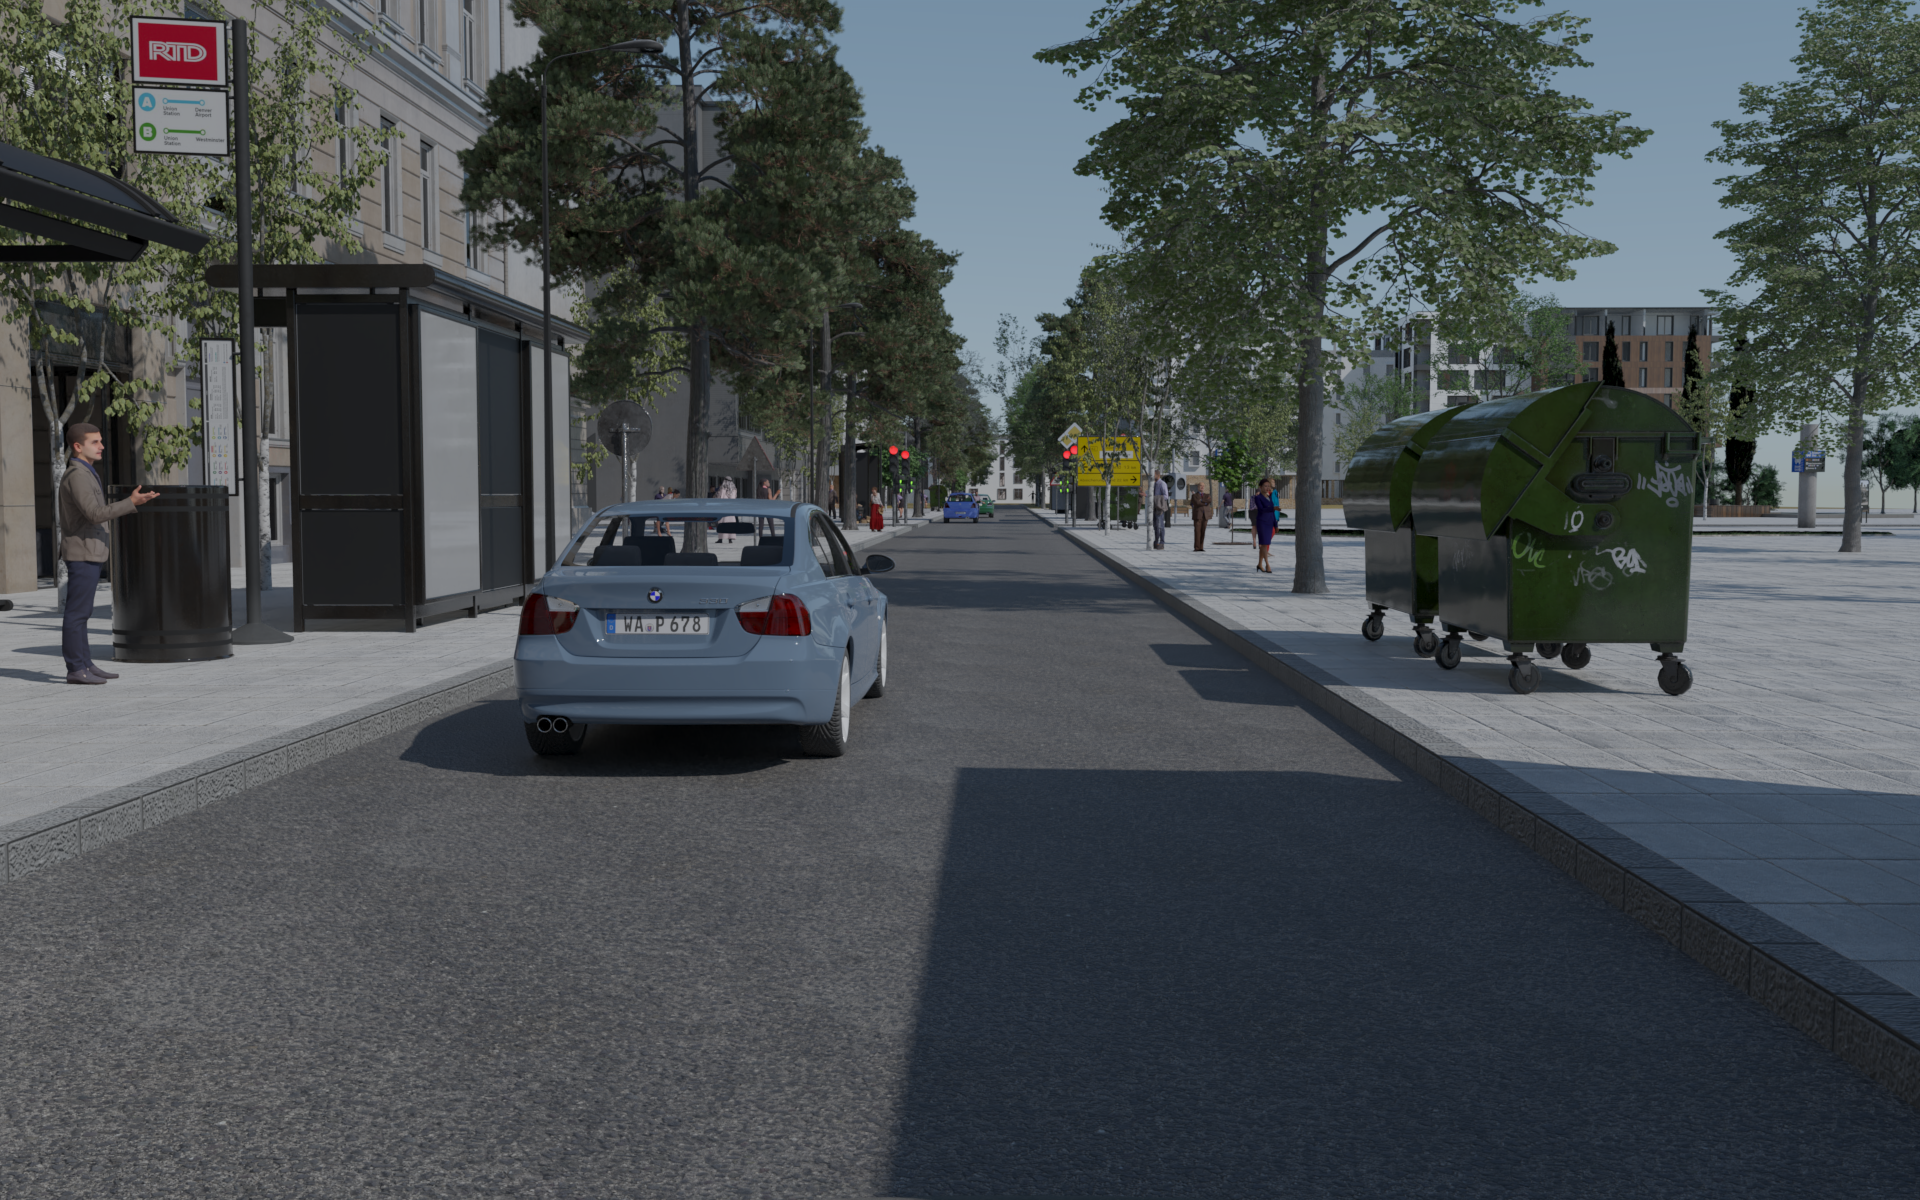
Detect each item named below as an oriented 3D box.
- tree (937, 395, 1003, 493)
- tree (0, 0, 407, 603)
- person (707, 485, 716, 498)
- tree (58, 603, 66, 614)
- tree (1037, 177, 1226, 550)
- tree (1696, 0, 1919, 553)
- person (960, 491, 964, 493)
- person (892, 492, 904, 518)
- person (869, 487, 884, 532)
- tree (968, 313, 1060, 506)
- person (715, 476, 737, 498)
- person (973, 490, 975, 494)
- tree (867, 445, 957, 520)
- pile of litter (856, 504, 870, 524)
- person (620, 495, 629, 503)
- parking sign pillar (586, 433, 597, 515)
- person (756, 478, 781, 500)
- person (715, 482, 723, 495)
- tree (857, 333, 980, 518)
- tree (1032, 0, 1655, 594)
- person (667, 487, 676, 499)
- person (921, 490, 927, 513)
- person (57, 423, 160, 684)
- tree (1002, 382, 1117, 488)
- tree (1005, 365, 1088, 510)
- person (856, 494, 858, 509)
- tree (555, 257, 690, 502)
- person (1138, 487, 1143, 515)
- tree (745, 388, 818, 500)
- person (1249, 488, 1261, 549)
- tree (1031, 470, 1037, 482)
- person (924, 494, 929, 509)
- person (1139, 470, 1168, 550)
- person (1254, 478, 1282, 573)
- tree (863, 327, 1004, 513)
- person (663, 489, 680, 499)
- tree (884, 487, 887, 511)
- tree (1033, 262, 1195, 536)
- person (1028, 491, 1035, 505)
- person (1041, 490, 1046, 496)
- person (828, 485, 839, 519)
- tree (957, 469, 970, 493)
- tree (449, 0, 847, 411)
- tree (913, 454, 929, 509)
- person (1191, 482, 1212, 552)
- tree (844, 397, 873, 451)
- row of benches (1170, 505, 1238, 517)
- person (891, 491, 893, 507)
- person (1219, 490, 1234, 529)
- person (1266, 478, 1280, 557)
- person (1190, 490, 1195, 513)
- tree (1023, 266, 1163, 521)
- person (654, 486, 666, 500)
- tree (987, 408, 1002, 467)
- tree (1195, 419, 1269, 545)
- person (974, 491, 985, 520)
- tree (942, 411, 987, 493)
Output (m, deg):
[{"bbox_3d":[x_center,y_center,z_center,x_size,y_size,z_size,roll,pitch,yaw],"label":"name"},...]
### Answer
[{"bbox_3d":[0.610,-19.140,219.598,9.857,13.997,8.962,0,3,0],"label":"tree"},{"bbox_3d":[-9.495,-4.433,22.849,4.737,8.622,4.395,0,3,0],"label":"tree"},{"bbox_3d":[-8.801,-3.296,61.809,0.662,1.594,0.647,-2,4,-32],"label":"person"},{"bbox_3d":[-9.591,-4.146,18.154,4.737,8.622,4.395,0,3,0],"label":"tree"},{"bbox_3d":[4.419,-5.461,39.658,4.360,8.622,3.978,0,3,0],"label":"tree"},{"bbox_3d":[20.084,-7.322,37.847,7.486,12.596,7.792,0,3,0],"label":"tree"},{"bbox_3d":[0.240,-11.908,200.609,0.709,1.838,0.599,1,4,13],"label":"person"},{"bbox_3d":[-3.296,-5.114,92.891,0.697,1.427,0.421,0,4,2],"label":"person"},{"bbox_3d":[-2.845,-3.074,58.778,0.523,1.526,0.387,-3,4,-36],"label":"person"},{"bbox_3d":[6.911,-19.944,181.974,12.611,20.169,13.585,0,3,0],"label":"tree"},{"bbox_3d":[-6.056,-2.345,45.053,0.551,1.740,0.621,-3,5,-43],"label":"person"},{"bbox_3d":[1.084,-7.376,130.031,0.756,1.711,0.436,-2,4,-29],"label":"person"},{"bbox_3d":[-3.335,-6.303,86.771,4.285,4.588,4.351,0,3,0],"label":"tree"},{"bbox_3d":[-4.223,-3.762,75.475,1.719,0.858,1.176,-2,4,-26],"label":"pile of litter"},{"bbox_3d":[-13.152,-3.641,68.041,0.387,1.526,0.523,-1,4,-20],"label":"person"},{"bbox_3d":[-16.690,-5.364,76.171,1.447,3.967,1.447,-2,4,-32],"label":"parking sign pillar"},{"bbox_3d":[-4.438,-1.989,40.025,0.593,1.643,0.415,-1,4,-18],"label":"person"},{"bbox_3d":[-9.411,-3.770,68.128,0.683,1.767,0.568,2,4,29],"label":"person"},{"bbox_3d":[-2.304,-10.521,94.076,6.751,12.117,7.091,0,3,0],"label":"tree"},{"bbox_3d":[4.653,-6.337,21.739,7.486,12.596,7.792,0,3,0],"label":"tree"},{"bbox_3d":[-13.813,-4.606,83.061,0.444,1.614,0.593,-1,4,-17],"label":"person"},{"bbox_3d":[-2.490,-6.434,113.443,0.569,1.553,0.471,-2,4,-34],"label":"person"},{"bbox_3d":[-5.794,-0.321,11.817,0.750,1.759,0.617,-1,4,-11],"label":"person"},{"bbox_3d":[7.517,-11.985,130.363,8.767,10.594,7.601,0,4,-3],"label":"tree"},{"bbox_3d":[7.224,-13.102,139.966,9.928,11.665,9.643,0,3,0],"label":"tree"},{"bbox_3d":[-4.230,-3.641,67.843,0.482,1.546,0.388,0,4,6],"label":"person"},{"bbox_3d":[-7.838,-5.549,41.096,4.737,8.622,4.395,0,3,0],"label":"tree"},{"bbox_3d":[11.195,-6.178,107.740,0.600,1.739,0.565,-3,5,-41],"label":"person"},{"bbox_3d":[-8.472,-8.177,84.061,4.360,8.622,3.978,0,3,0],"label":"tree"},{"bbox_3d":[6.918,-1.892,40.203,0.421,1.427,0.697,0,4,5],"label":"person"},{"bbox_3d":[7.804,-13.592,172.597,4.360,8.622,3.978,0,3,0],"label":"tree"},{"bbox_3d":[-3.068,-8.645,150.614,0.697,1.427,0.421,-1,4,-21],"label":"person"},{"bbox_3d":[4.447,-2.081,39.944,0.599,1.838,0.709,-2,4,-24],"label":"person"},{"bbox_3d":[5.049,-1.206,28.130,0.546,1.535,0.453,2,4,33],"label":"person"},{"bbox_3d":[-2.666,-12.558,115.690,12.009,13.543,11.850,0,3,0],"label":"tree"},{"bbox_3d":[-8.683,-2.591,51.599,0.799,1.438,0.628,-1,4,-19],"label":"person"},{"bbox_3d":[-5.402,-10.900,128.583,4.737,8.622,4.395,0,3,0],"label":"tree"},{"bbox_3d":[4.487,-6.309,53.508,4.737,8.622,4.395,0,3,0],"label":"tree"},{"bbox_3d":[8.881,-12.553,212.105,1.217,1.723,0.721,-2,4,-30],"label":"person"},{"bbox_3d":[10.605,-13.287,222.919,1.348,1.869,0.705,-3,5,-44],"label":"person"},{"bbox_3d":[-6.599,-5.030,88.839,0.990,1.755,0.434,3,5,43],"label":"person"},{"bbox_3d":[-0.560,-12.959,195.597,4.285,4.588,4.351,0,3,0],"label":"tree"},{"bbox_3d":[-4.865,-7.577,31.300,7.806,13.903,7.818,0,3,0],"label":"tree"},{"bbox_3d":[-3.999,-11.832,143.822,4.360,8.622,3.978,0,3,0],"label":"tree"},{"bbox_3d":[5.390,-1.849,38.550,0.482,1.546,0.388,0,4,-7],"label":"person"},{"bbox_3d":[-7.588,-9.299,102.398,4.737,8.622,4.395,0,3,0],"label":"tree"},{"bbox_3d":[13.612,-5.035,97.793,4.104,0.672,1.422,-1,4,-11],"label":"row of benches"},{"bbox_3d":[-6.528,-10.151,172.537,0.750,1.759,0.617,0,4,-5],"label":"person"},{"bbox_3d":[9.815,-3.393,63.728,0.569,1.553,0.471,0,4,0],"label":"person"},{"bbox_3d":[6.392,-1.702,35.577,0.593,1.614,0.444,-3,5,-40],"label":"person"},{"bbox_3d":[15.706,-6.611,116.341,0.590,1.554,0.614,-1,4,-11],"label":"person"},{"bbox_3d":[6.253,-9.818,82.575,6.751,12.117,7.091,0,3,0],"label":"tree"},{"bbox_3d":[-10.195,-3.125,59.351,0.569,1.553,0.471,-1,4,-9],"label":"person"},{"bbox_3d":[6.810,-14.161,149.652,7.486,12.596,7.792,0,3,0],"label":"tree"},{"bbox_3d":[7.028,-3.009,43.794,1.663,3.219,1.824,0,3,0],"label":"tree"},{"bbox_3d":[0.930,-5.291,96.972,0.963,1.587,0.435,-2,4,-33],"label":"person"},{"bbox_3d":[0.342,-17.529,204.718,7.486,12.596,7.792,0,3,0],"label":"tree"}]
